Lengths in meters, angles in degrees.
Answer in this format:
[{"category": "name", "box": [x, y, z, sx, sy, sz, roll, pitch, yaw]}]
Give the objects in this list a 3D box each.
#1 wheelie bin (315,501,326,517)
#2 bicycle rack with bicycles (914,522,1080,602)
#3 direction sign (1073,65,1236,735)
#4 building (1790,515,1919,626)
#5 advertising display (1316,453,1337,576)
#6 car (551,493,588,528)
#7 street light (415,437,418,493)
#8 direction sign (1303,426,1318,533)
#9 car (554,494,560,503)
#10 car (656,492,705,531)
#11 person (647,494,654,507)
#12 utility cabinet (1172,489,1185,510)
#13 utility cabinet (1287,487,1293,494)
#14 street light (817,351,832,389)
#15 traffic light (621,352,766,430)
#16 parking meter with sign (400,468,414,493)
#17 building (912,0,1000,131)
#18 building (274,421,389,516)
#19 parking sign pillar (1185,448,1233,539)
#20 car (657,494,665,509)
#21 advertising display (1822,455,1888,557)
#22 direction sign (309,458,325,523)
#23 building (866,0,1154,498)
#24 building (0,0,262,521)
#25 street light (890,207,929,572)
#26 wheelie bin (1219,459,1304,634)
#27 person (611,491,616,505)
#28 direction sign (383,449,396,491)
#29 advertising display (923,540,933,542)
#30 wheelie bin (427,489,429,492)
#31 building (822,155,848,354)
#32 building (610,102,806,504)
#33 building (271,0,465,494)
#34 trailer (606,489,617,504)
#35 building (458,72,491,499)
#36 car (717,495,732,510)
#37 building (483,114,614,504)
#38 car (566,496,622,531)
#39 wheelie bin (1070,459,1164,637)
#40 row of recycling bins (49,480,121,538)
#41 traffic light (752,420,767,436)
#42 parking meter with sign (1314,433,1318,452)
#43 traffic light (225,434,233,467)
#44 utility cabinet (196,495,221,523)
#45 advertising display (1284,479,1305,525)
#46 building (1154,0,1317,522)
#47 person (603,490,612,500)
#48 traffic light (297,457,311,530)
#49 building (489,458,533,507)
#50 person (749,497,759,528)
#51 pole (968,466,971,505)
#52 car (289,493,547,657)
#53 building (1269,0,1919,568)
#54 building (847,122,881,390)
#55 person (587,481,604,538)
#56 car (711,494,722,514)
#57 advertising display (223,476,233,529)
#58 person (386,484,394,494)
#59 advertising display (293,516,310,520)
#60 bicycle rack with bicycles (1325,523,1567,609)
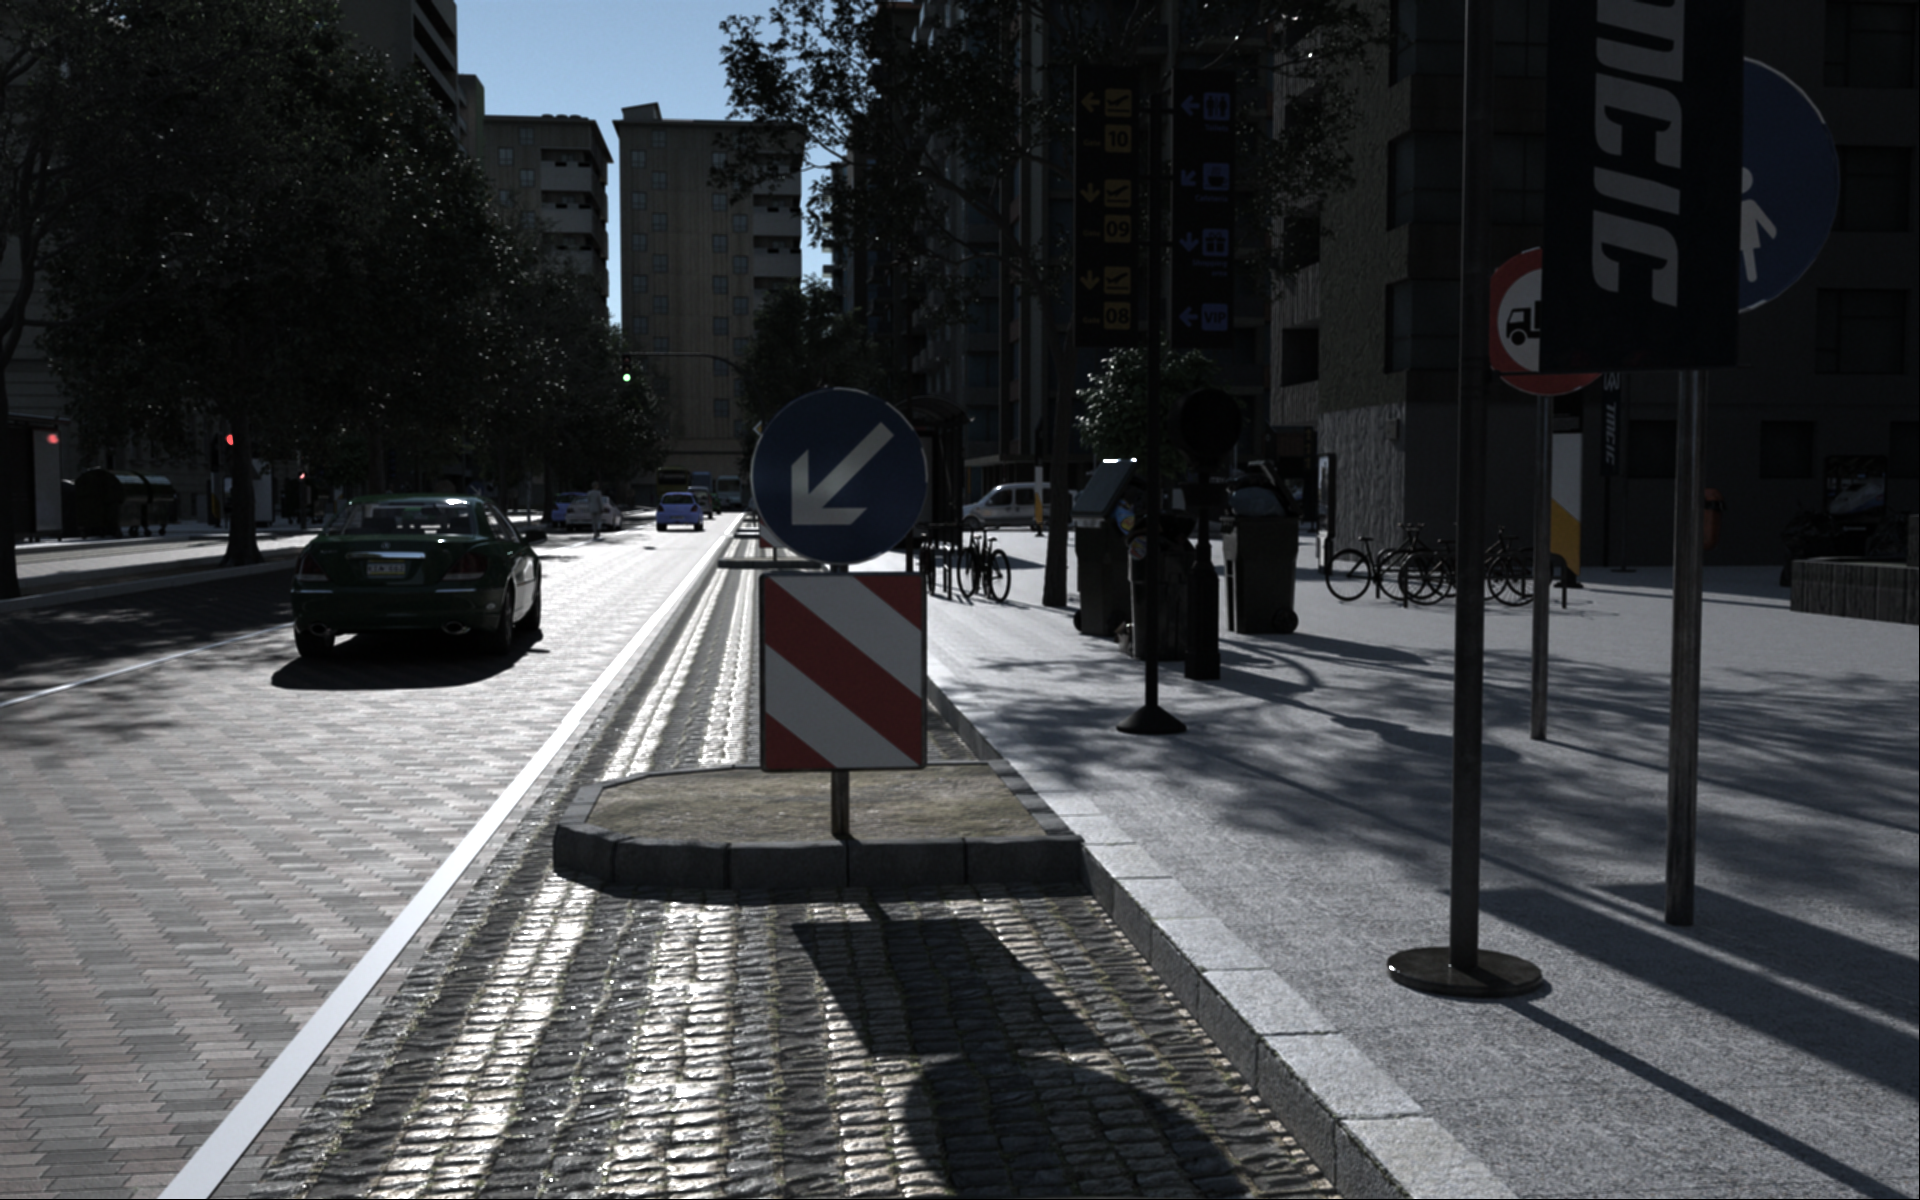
[{"category": "wheelie bin", "box": [-35.832, -5.438, 96.827, 0.980, 1.594, 0.693, -3, 5, -42]}, {"category": "bicycle rack with bicycles", "box": [0.595, -0.507, 21.675, 2.852, 0.926, 2.925, 0, 4, -1]}, {"category": "direction sign", "box": [1.040, -1.059, 9.305, 0.876, 3.537, 0.379, -1, 4, -9]}, {"category": "building", "box": [19.946, -28.466, 7.418, 21.231, 58.520, 28.212, 0, 4, -7]}, {"category": "advertising display", "box": [5.845, -1.373, 27.659, 0.123, 1.923, 0.974, 0, 4, 1]}, {"category": "car", "box": [-16.754, -4.033, 75.532, 1.945, 1.707, 3.694, 0, 4, -5]}, {"category": "street light", "box": [-29.333, -7.379, 93.435, 0.468, 5.910, 1.993, 0, 4, -7]}, {"category": "direction sign", "box": [11.716, -4.005, 57.473, 0.379, 3.537, 0.876, -2, 4, -33]}, {"category": "car", "box": [-28.094, -6.990, 123.089, 1.959, 1.807, 4.718, 0, 4, -5]}, {"category": "car", "box": [-11.122, -3.624, 68.842, 1.945, 1.707, 3.694, 0, 4, -6]}, {"category": "person", "box": [-31.427, -10.082, 176.558, 0.991, 1.433, 0.599, -2, 4, -28]}, {"category": "utility cabinet", "box": [9.336, -3.821, 71.159, 1.173, 1.500, 0.318, 2, 4, 27]}, {"category": "utility cabinet", "box": [10.145, -2.878, 55.739, 1.173, 1.500, 0.318, -2, 4, -28]}, {"category": "street light", "box": [-4.397, -5.100, 56.174, 0.468, 5.910, 1.993, 0, 4, -7]}, {"category": "traffic light", "box": [-8.472, -4.974, 55.986, 4.771, 5.953, 1.251, 0, 4, -7]}, {"category": "parking meter with sign", "box": [-34.850, -6.887, 108.868, 0.543, 3.016, 1.738, 1, 4, 22]}, {"category": "building", "box": [8.289, -30.959, 125.787, 23.786, 49.044, 30.456, 0, 4, -7]}, {"category": "building", "box": [-47.393, -18.156, 115.943, 14.460, 24.649, 34.723, 0, 4, -7]}, {"category": "parking sign pillar", "box": [7.199, -3.767, 50.070, 1.447, 3.967, 1.447, 1, 4, 21]}, {"category": "car", "box": [-21.423, -7.135, 128.447, 2.131, 1.459, 4.920, 0, 4, -5]}, {"category": "advertising display", "box": [14.759, -1.430, 28.598, 0.974, 1.923, 0.123, 0, 4, 8]}, {"category": "direction sign", "box": [-28.317, -5.155, 76.289, 0.876, 3.537, 0.379, 2, 4, 25]}, {"category": "building", "box": [2.985, -30.648, 155.726, 22.147, 44.769, 28.867, 0, 4, -7]}, {"category": "building", "box": [-44.782, -15.248, 82.581, 16.112, 22.955, 30.059, 0, 4, -7]}, {"category": "street light", "box": [-0.763, -3.257, 26.037, 0.468, 5.910, 1.993, 0, 4, -7]}, {"category": "wheelie bin", "box": [2.777, -0.499, 16.068, 0.693, 1.594, 0.980, 0, 4, -5]}, {"category": "person", "box": [-33.613, -9.674, 167.207, 0.750, 1.759, 0.617, -2, 4, -31]}, {"category": "direction sign", "box": [-28.950, -5.842, 87.513, 0.876, 3.537, 0.379, -1, 4, -22]}, {"category": "advertising display", "box": [-0.866, -2.493, 45.979, 0.123, 1.923, 0.974, -2, 4, -33]}, {"category": "wheelie bin", "box": [-34.838, -6.515, 114.424, 0.980, 1.594, 0.693, -1, 4, -8]}, {"category": "building", "box": [-4.115, -38.155, 243.445, 30.456, 49.044, 23.786, 0, 4, -7]}, {"category": "building", "box": [-33.237, -39.957, 242.528, 27.495, 52.752, 28.713, 0, 4, -7]}, {"category": "building", "box": [-54.511, -31.877, 144.898, 21.300, 48.544, 21.600, 0, 4, -7]}, {"category": "trailer", "box": [-38.926, -11.398, 193.409, 1.471, 1.999, 3.904, 0, 4, -6]}, {"category": "building", "box": [-52.779, -29.337, 163.250, 14.154, 41.232, 14.086, 0, 4, -7]}, {"category": "car", "box": [-22.347, -9.138, 161.776, 2.083, 1.381, 4.827, 0, 4, -6]}, {"category": "building", "box": [-60.578, -39.779, 239.622, 27.495, 52.752, 28.713, 0, 4, -7]}, {"category": "car", "box": [-14.413, -3.417, 68.229, 2.083, 1.381, 4.827, 0, 4, -6]}, {"category": "wheelie bin", "box": [1.435, -0.483, 15.812, 0.693, 1.594, 0.980, -2, 4, -26]}, {"category": "row of recycling bins", "box": [-26.561, -2.775, 52.482, 1.069, 1.692, 3.534, 0, 4, -2]}, {"category": "traffic light", "box": [-7.325, -4.610, 64.299, 0.839, 4.253, 0.868, 0, 4, -7]}, {"category": "parking meter with sign", "box": [10.834, -3.223, 48.965, 0.543, 3.016, 1.738, -2, 4, -34]}, {"category": "traffic light", "box": [-22.754, -4.008, 54.459, 0.839, 4.253, 0.868, 0, 4, -7]}, {"category": "utility cabinet", "box": [-33.570, -4.049, 77.369, 1.020, 1.237, 0.306, 1, 4, 11]}, {"category": "advertising display", "box": [14.014, -4.125, 72.650, 0.974, 1.923, 0.123, 3, 5, 45]}, {"category": "building", "box": [14.818, -26.389, 86.079, 28.867, 44.769, 22.147, 0, 4, -7]}, {"category": "person", "box": [-30.191, -8.513, 147.817, 0.705, 1.807, 1.348, 3, 5, 40]}, {"category": "traffic light", "box": [-21.607, -5.382, 62.666, 4.771, 5.953, 1.251, 0, 4, -7]}, {"category": "building", "box": [-63.279, -21.039, 189.020, 28.899, 21.520, 27.650, 0, 4, -7]}, {"category": "person", "box": [-8.371, -3.711, 70.993, 0.589, 1.601, 0.330, 0, 4, 8]}, {"category": "pole", "box": [0.577, -7.017, 108.567, 0.158, 3.312, 0.155, 0, 3, 0]}, {"category": "car", "box": [-5.138, -0.304, 16.766, 2.131, 1.459, 4.920, -1, 4, -8]}, {"category": "building", "box": [13.910, -16.219, 36.876, 14.160, 30.474, 14.107, 0, 4, -7]}, {"category": "building", "box": [-5.783, -33.698, 201.068, 14.600, 45.320, 14.200, 0, 4, -7]}, {"category": "person", "box": [-11.795, -2.915, 56.045, 0.514, 1.842, 0.818, -1, 4, -10]}, {"category": "car", "box": [-18.023, -7.035, 123.819, 1.959, 1.807, 4.718, 0, 4, -6]}, {"category": "advertising display", "box": [-26.548, -3.572, 63.620, 0.974, 1.923, 0.123, 0, 4, -1]}, {"category": "person", "box": [-21.856, -3.536, 66.502, 0.419, 1.800, 0.721, 0, 4, 1]}, {"category": "advertising display", "box": [-32.551, -4.915, 85.577, 0.974, 1.923, 0.123, 1, 4, 14]}, {"category": "bicycle rack with bicycles", "box": [5.808, -0.434, 20.483, 2.925, 0.926, 2.852, 0, 4, 5]}]
